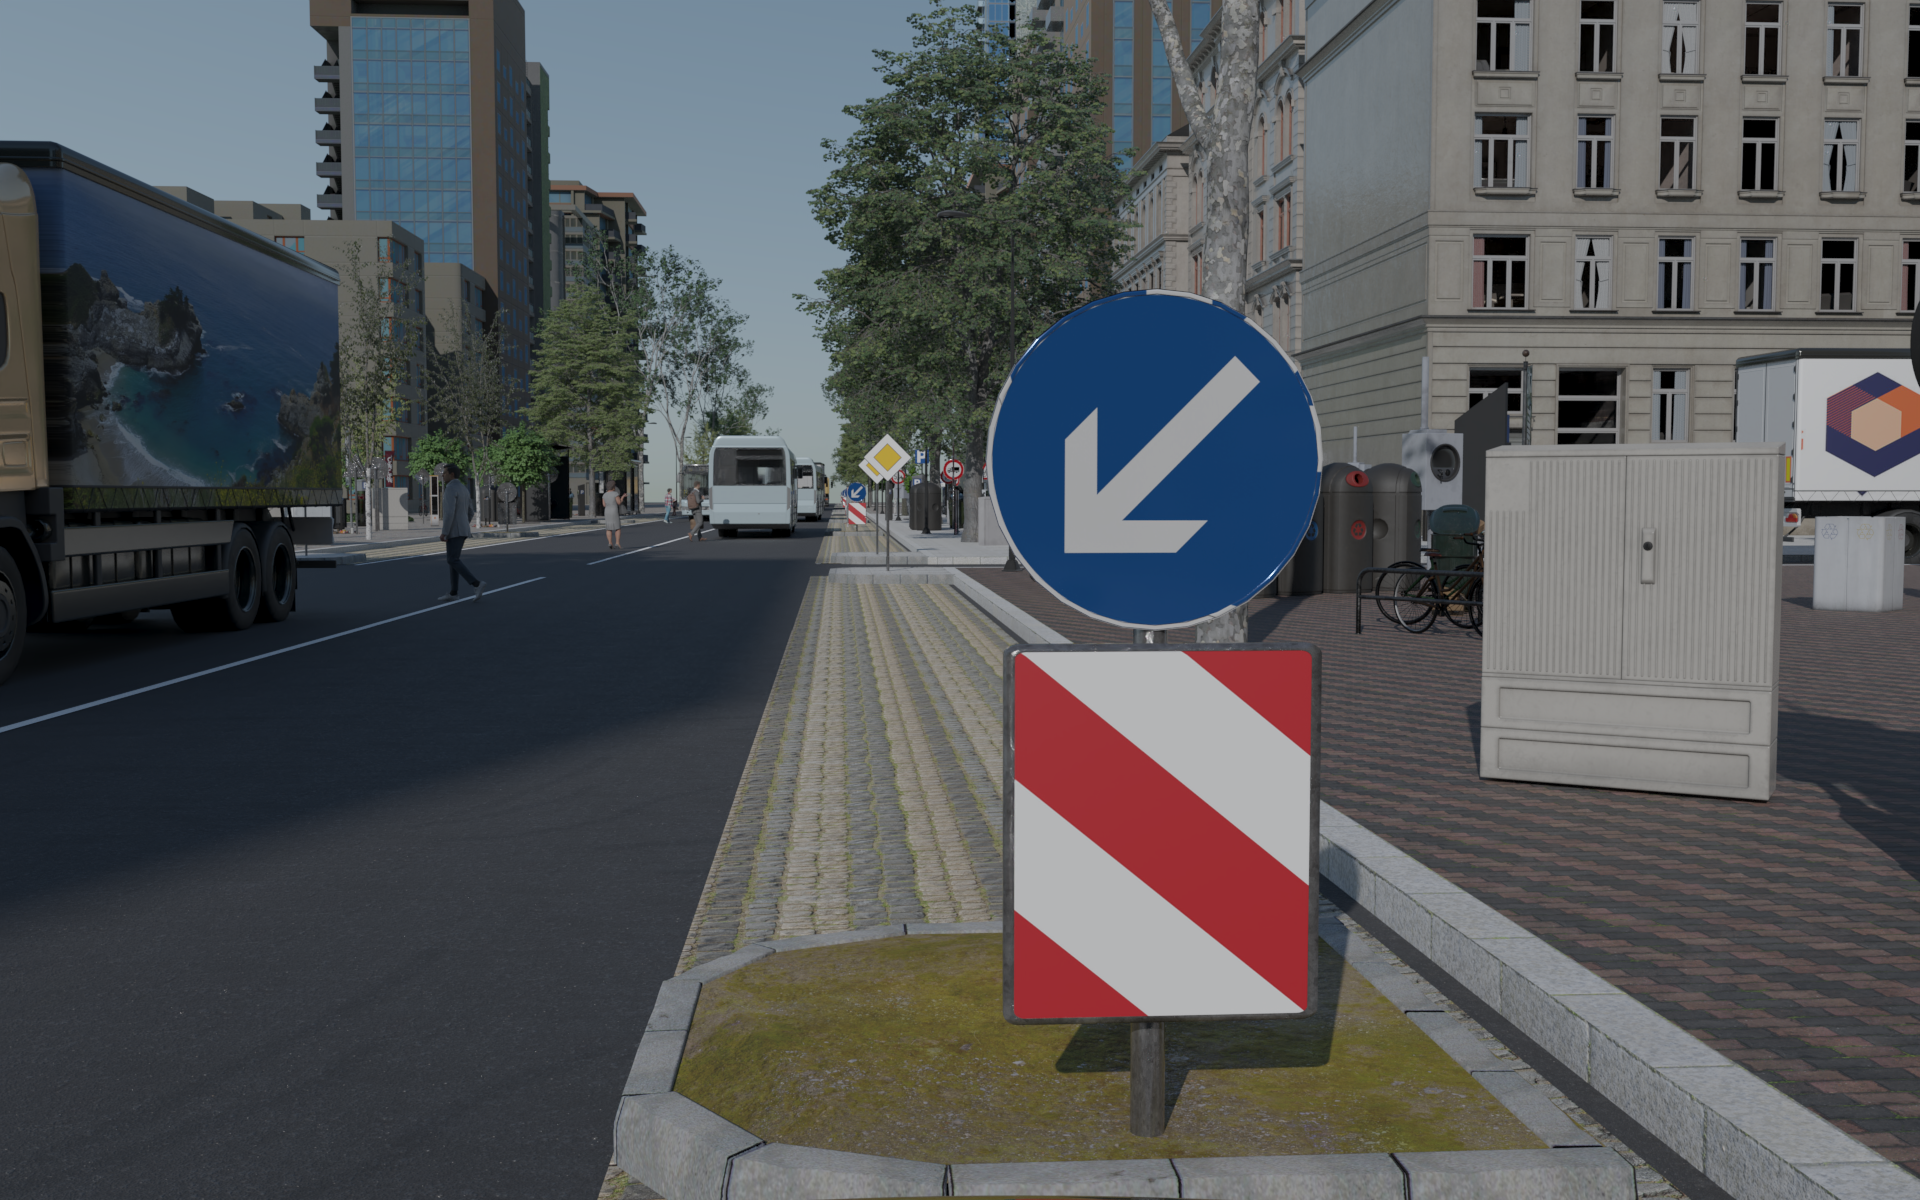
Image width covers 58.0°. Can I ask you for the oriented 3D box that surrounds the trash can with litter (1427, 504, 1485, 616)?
[{"bbox_3d":[5.342,-0.440,18.584,0.624,1.170,1.055,1,4,18],"label":"trash can with litter"}]

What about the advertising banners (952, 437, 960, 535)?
[{"bbox_3d":[-0.141,-3.558,54.368,0.090,3.025,2.074,0,4,5],"label":"advertising banners"}]

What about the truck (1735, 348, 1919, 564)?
[{"bbox_3d":[21.549,-2.798,34.660,11.283,4.237,2.839,0,4,-3],"label":"truck"}]

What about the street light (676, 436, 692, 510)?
[{"bbox_3d":[-22.328,-10.224,139.711,1.470,5.913,1.316,0,4,-4],"label":"street light"}]

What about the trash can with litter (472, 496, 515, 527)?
[{"bbox_3d":[-18.393,-3.445,67.386,1.678,1.210,2.233,-2,4,-31],"label":"trash can with litter"}]

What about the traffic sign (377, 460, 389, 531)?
[{"bbox_3d":[-20.452,-3.715,60.843,0.768,2.556,0.104,0,4,-1],"label":"traffic sign"}]

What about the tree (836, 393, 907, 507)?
[{"bbox_3d":[-8.529,-15.446,170.664,7.486,12.596,7.792,0,3,0],"label":"tree"}]

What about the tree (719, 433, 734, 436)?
[{"bbox_3d":[-27.767,-15.593,205.302,4.360,8.622,3.978,0,3,0],"label":"tree"}]

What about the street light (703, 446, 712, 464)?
[{"bbox_3d":[-24.182,-11.887,166.889,1.470,5.913,1.316,0,4,-4],"label":"street light"}]

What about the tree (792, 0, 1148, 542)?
[{"bbox_3d":[0.461,-8.513,45.837,9.857,13.997,8.962,0,3,0],"label":"tree"}]

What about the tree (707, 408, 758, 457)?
[{"bbox_3d":[-29.585,-18.988,228.574,7.486,12.596,7.792,0,3,0],"label":"tree"}]

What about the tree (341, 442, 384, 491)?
[{"bbox_3d":[-35.612,-7.258,102.375,4.285,4.588,4.351,0,3,0],"label":"tree"}]

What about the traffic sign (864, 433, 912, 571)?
[{"bbox_3d":[-1.202,-1.536,28.757,0.795,2.450,0.064,0,4,-4],"label":"traffic sign"}]

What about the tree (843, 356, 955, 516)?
[{"bbox_3d":[-3.432,-10.765,101.756,9.928,11.665,9.643,0,3,0],"label":"tree"}]

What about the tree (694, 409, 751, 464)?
[{"bbox_3d":[-29.044,-17.472,211.428,9.928,11.665,9.643,0,3,0],"label":"tree"}]

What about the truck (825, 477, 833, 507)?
[{"bbox_3d":[-16.359,-12.456,199.579,3.469,3.379,9.791,0,4,-4],"label":"truck"}]

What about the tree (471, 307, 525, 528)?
[{"bbox_3d":[-18.078,-6.973,64.365,4.360,8.622,3.978,0,3,0],"label":"tree"}]

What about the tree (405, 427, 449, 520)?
[{"bbox_3d":[-25.428,-6.187,84.875,4.285,4.588,4.351,0,3,0],"label":"tree"}]

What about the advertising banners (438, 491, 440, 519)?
[{"bbox_3d":[-27.267,-5.771,90.539,0.090,3.025,2.074,-1,4,-18],"label":"advertising banners"}]

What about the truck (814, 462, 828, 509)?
[{"bbox_3d":[-13.637,-10.331,157.823,2.839,4.237,11.283,0,4,-2],"label":"truck"}]

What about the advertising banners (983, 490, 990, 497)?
[{"bbox_3d":[1.555,-3.776,57.918,2.074,3.025,0.090,3,5,44],"label":"advertising banners"}]

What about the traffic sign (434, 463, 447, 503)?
[{"bbox_3d":[-20.948,-4.289,70.223,0.768,2.556,0.104,0,4,-1],"label":"traffic sign"}]

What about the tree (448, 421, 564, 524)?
[{"bbox_3d":[-19.026,-5.624,75.662,4.285,4.588,4.351,0,3,0],"label":"tree"}]

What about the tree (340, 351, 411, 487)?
[{"bbox_3d":[-30.031,-8.423,88.080,4.737,8.622,4.395,0,3,0],"label":"tree"}]

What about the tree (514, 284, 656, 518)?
[{"bbox_3d":[-20.363,-10.772,94.256,7.486,12.596,7.792,0,3,0],"label":"tree"}]

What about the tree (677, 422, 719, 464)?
[{"bbox_3d":[-25.677,-13.530,171.575,4.737,8.622,4.395,0,3,0],"label":"tree"}]

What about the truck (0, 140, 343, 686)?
[{"bbox_3d":[-8.512,-1.656,15.995,2.839,4.237,11.283,0,4,-4],"label":"truck"}]

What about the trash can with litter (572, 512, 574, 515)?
[{"bbox_3d":[-23.353,-5.562,102.332,1.055,1.170,0.624,0,4,4],"label":"trash can with litter"}]

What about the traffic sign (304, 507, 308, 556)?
[{"bbox_3d":[-13.576,-1.974,35.919,0.795,2.450,0.064,0,4,-4],"label":"traffic sign"}]

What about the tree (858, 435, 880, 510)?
[{"bbox_3d":[-6.544,-11.696,141.592,4.737,8.622,4.395,0,3,0],"label":"tree"}]

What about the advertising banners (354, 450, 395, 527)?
[{"bbox_3d":[-23.252,-4.446,68.872,0.090,3.025,2.074,2,4,31],"label":"advertising banners"}]

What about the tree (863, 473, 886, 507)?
[{"bbox_3d":[-8.310,-11.852,177.486,4.285,4.588,4.351,0,3,0],"label":"tree"}]

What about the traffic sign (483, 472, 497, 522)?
[{"bbox_3d":[-21.566,-4.731,79.482,0.606,2.300,0.079,0,4,-1],"label":"traffic sign"}]

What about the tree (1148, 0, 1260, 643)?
[{"bbox_3d":[3.289,-9.675,14.082,12.611,20.169,13.585,0,3,0],"label":"tree"}]

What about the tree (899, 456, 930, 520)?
[{"bbox_3d":[-2.360,-5.667,87.255,1.663,3.219,1.824,0,3,0],"label":"tree"}]

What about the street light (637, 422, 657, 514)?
[{"bbox_3d":[-20.300,-8.537,112.122,1.470,5.913,1.316,0,4,-4],"label":"street light"}]

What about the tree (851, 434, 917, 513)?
[{"bbox_3d":[-4.491,-10.040,114.517,4.360,8.622,3.978,0,3,0],"label":"tree"}]

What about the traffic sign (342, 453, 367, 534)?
[{"bbox_3d":[-19.181,-3.364,55.010,0.884,2.594,0.081,0,4,-1],"label":"traffic sign"}]

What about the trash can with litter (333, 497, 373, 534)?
[{"bbox_3d":[-20.189,-2.787,56.624,1.678,1.210,2.233,-2,4,-25],"label":"trash can with litter"}]

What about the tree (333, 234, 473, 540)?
[{"bbox_3d":[-16.883,-6.011,48.644,4.360,8.622,3.978,0,3,0],"label":"tree"}]

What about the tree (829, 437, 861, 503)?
[{"bbox_3d":[-14.782,-20.597,253.769,9.611,12.733,9.660,0,3,0],"label":"tree"}]
